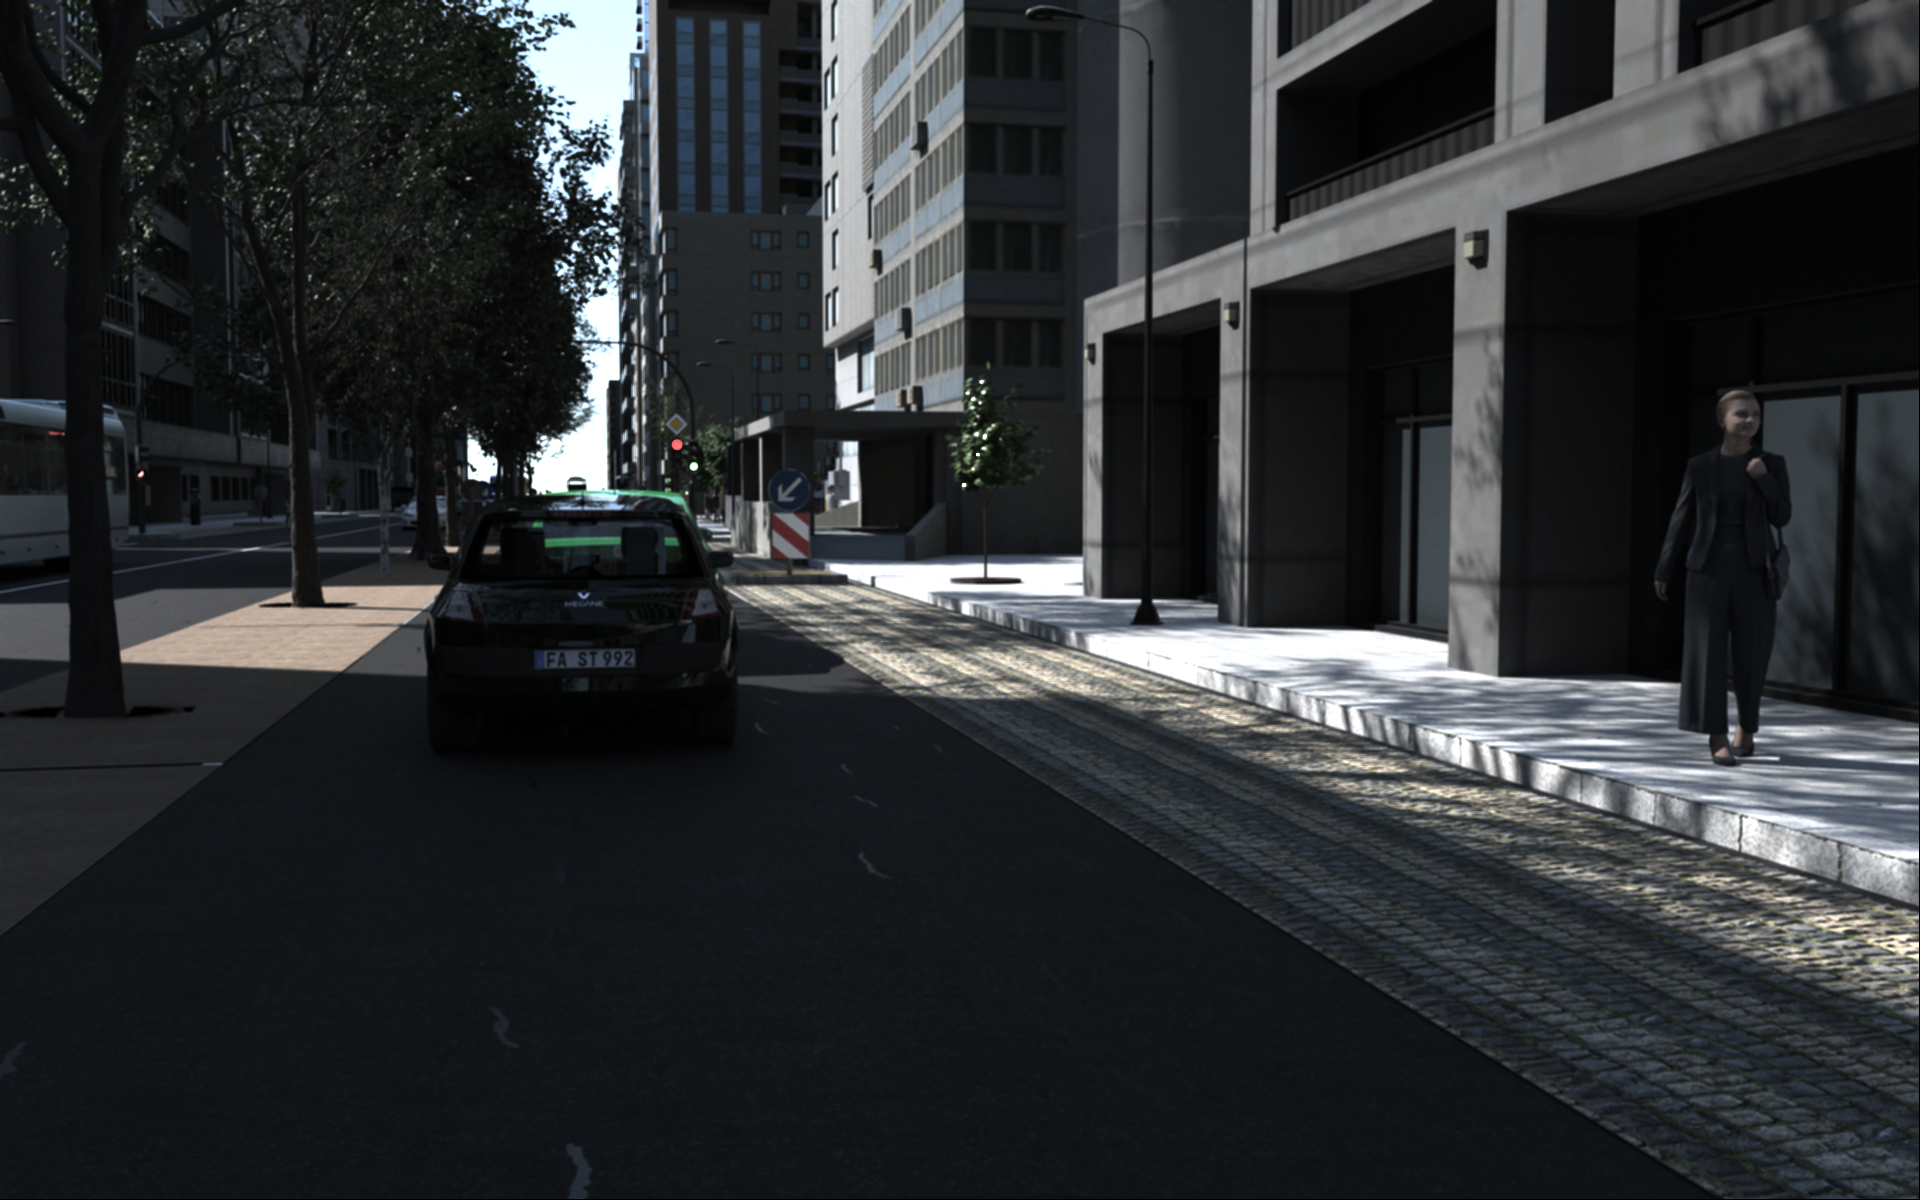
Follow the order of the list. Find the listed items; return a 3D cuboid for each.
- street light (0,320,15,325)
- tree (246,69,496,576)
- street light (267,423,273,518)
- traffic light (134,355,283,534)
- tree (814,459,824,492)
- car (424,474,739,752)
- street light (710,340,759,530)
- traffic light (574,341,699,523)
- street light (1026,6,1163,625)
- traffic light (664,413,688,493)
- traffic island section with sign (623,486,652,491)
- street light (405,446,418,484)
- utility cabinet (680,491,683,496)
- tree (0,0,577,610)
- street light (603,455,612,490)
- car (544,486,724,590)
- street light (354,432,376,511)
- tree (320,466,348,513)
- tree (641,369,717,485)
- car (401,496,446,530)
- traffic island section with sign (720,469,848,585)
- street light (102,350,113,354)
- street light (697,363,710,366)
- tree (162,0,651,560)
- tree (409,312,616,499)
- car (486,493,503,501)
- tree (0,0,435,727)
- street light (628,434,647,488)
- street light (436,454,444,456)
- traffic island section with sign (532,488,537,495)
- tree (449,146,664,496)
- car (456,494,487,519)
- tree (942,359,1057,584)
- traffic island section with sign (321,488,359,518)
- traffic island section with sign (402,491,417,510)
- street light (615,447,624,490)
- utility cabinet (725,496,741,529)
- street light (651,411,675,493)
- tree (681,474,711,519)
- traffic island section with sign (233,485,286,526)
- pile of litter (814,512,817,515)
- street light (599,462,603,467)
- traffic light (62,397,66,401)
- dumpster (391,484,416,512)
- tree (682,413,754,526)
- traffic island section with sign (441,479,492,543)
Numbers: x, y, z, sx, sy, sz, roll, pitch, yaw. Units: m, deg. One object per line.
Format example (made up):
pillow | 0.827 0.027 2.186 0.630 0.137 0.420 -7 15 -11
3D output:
street light | -25.928 -4.511 46.303 1.470 5.913 1.316 -1 4 -13
tree | -9.952 -4.703 29.706 4.360 8.622 3.978 0 3 0
street light | -36.197 -7.311 92.081 1.470 5.913 1.316 -1 4 -13
traffic light | -24.536 -5.015 56.666 4.771 5.953 1.251 -1 4 -13
tree | -7.142 -5.169 79.109 1.663 3.219 1.824 0 3 0
car | -2.420 -0.083 11.139 2.009 1.686 4.222 -1 4 -12
street light | -6.669 -4.887 52.438 1.470 5.913 1.316 -1 4 -13
traffic light | -10.090 -4.702 51.543 4.771 5.953 1.251 -1 4 -13
street light | 1.311 -2.706 16.785 1.470 5.913 1.316 -1 4 -13
traffic light | -9.813 -4.343 59.930 0.839 4.253 0.868 -1 4 -13
traffic island section with sign | -15.055 -4.493 82.094 1.989 1.847 2.006 -1 4 -13
street light | -52.798 -11.870 166.620 1.470 5.913 1.316 -1 4 -13
utility cabinet | -16.114 -5.665 101.301 0.318 1.500 1.173 -1 4 -22
tree | -8.395 -5.716 21.675 9.928 11.665 9.643 0 3 0
street light | -43.394 -14.903 216.203 1.470 5.913 1.316 -1 4 -13
car | -3.231 -0.446 16.085 1.959 1.807 4.718 -1 4 -13
street light | -44.666 -9.659 130.473 1.470 5.913 1.316 -1 4 -13
tree | -44.369 -7.833 122.664 1.663 3.219 1.824 0 3 0
tree | -16.779 -9.297 102.363 4.737 8.622 4.395 0 3 0
car | -21.439 -3.523 69.955 2.083 1.381 4.827 -1 4 -13
traffic island section with sign | -2.958 -1.190 28.078 1.989 1.847 2.006 -1 4 -13
street light | -28.013 -5.099 55.902 1.470 5.913 1.316 -1 4 -13
street light | -8.594 -5.437 61.428 1.470 5.913 1.316 -1 4 -13
tree | -11.549 -7.204 37.252 9.611 12.733 9.660 0 3 0
tree | -16.473 -7.603 61.175 8.767 10.594 7.601 -1 4 -13
car | -39.451 -8.415 147.175 1.945 1.707 3.694 -1 4 -11
tree | -5.647 -5.999 10.910 12.009 13.543 11.850 0 3 0
street light | -25.478 -10.038 136.665 1.470 5.913 1.316 -1 4 -13
street light | -62.939 -14.621 211.592 1.470 5.913 1.316 -1 4 -13
traffic island section with sign | -32.471 -7.553 131.635 2.006 1.907 1.989 -1 4 -13
tree | -22.364 -14.247 91.292 12.611 20.169 13.585 0 3 0
car | -27.601 -5.421 97.422 1.959 1.807 4.718 -1 4 -14
tree | 0.348 -1.853 24.893 1.663 3.219 1.824 0 3 0
traffic island section with sign | -37.472 -5.880 104.763 1.989 1.847 2.006 -1 4 -13
traffic island section with sign | -48.448 -8.876 153.746 1.989 1.847 2.006 -1 4 -13
street light | -33.539 -12.239 172.652 1.470 5.913 1.316 -1 4 -13
utility cabinet | -8.138 -3.206 63.574 1.020 1.237 0.306 2 4 33
street light | -16.640 -7.630 97.287 1.470 5.913 1.316 -1 4 -13
tree | -13.403 -5.840 90.093 1.663 3.219 1.824 0 3 0
traffic island section with sign | -31.436 -4.232 77.816 1.989 1.847 2.006 -1 4 -13
pile of litter | -8.679 -5.207 99.097 1.719 0.858 1.176 1 4 17
street light | -51.333 -17.101 252.149 1.470 5.913 1.316 -1 4 -13
traffic light | -24.812 -3.637 48.384 0.839 4.253 0.868 -1 4 -13
dumpster | -45.615 -8.377 141.920 1.985 2.255 1.502 -1 4 -13
tree | -8.909 -5.299 70.349 4.285 4.588 4.351 0 3 0
traffic island section with sign | -14.426 -2.626 51.078 2.006 1.907 1.989 -1 4 -13
